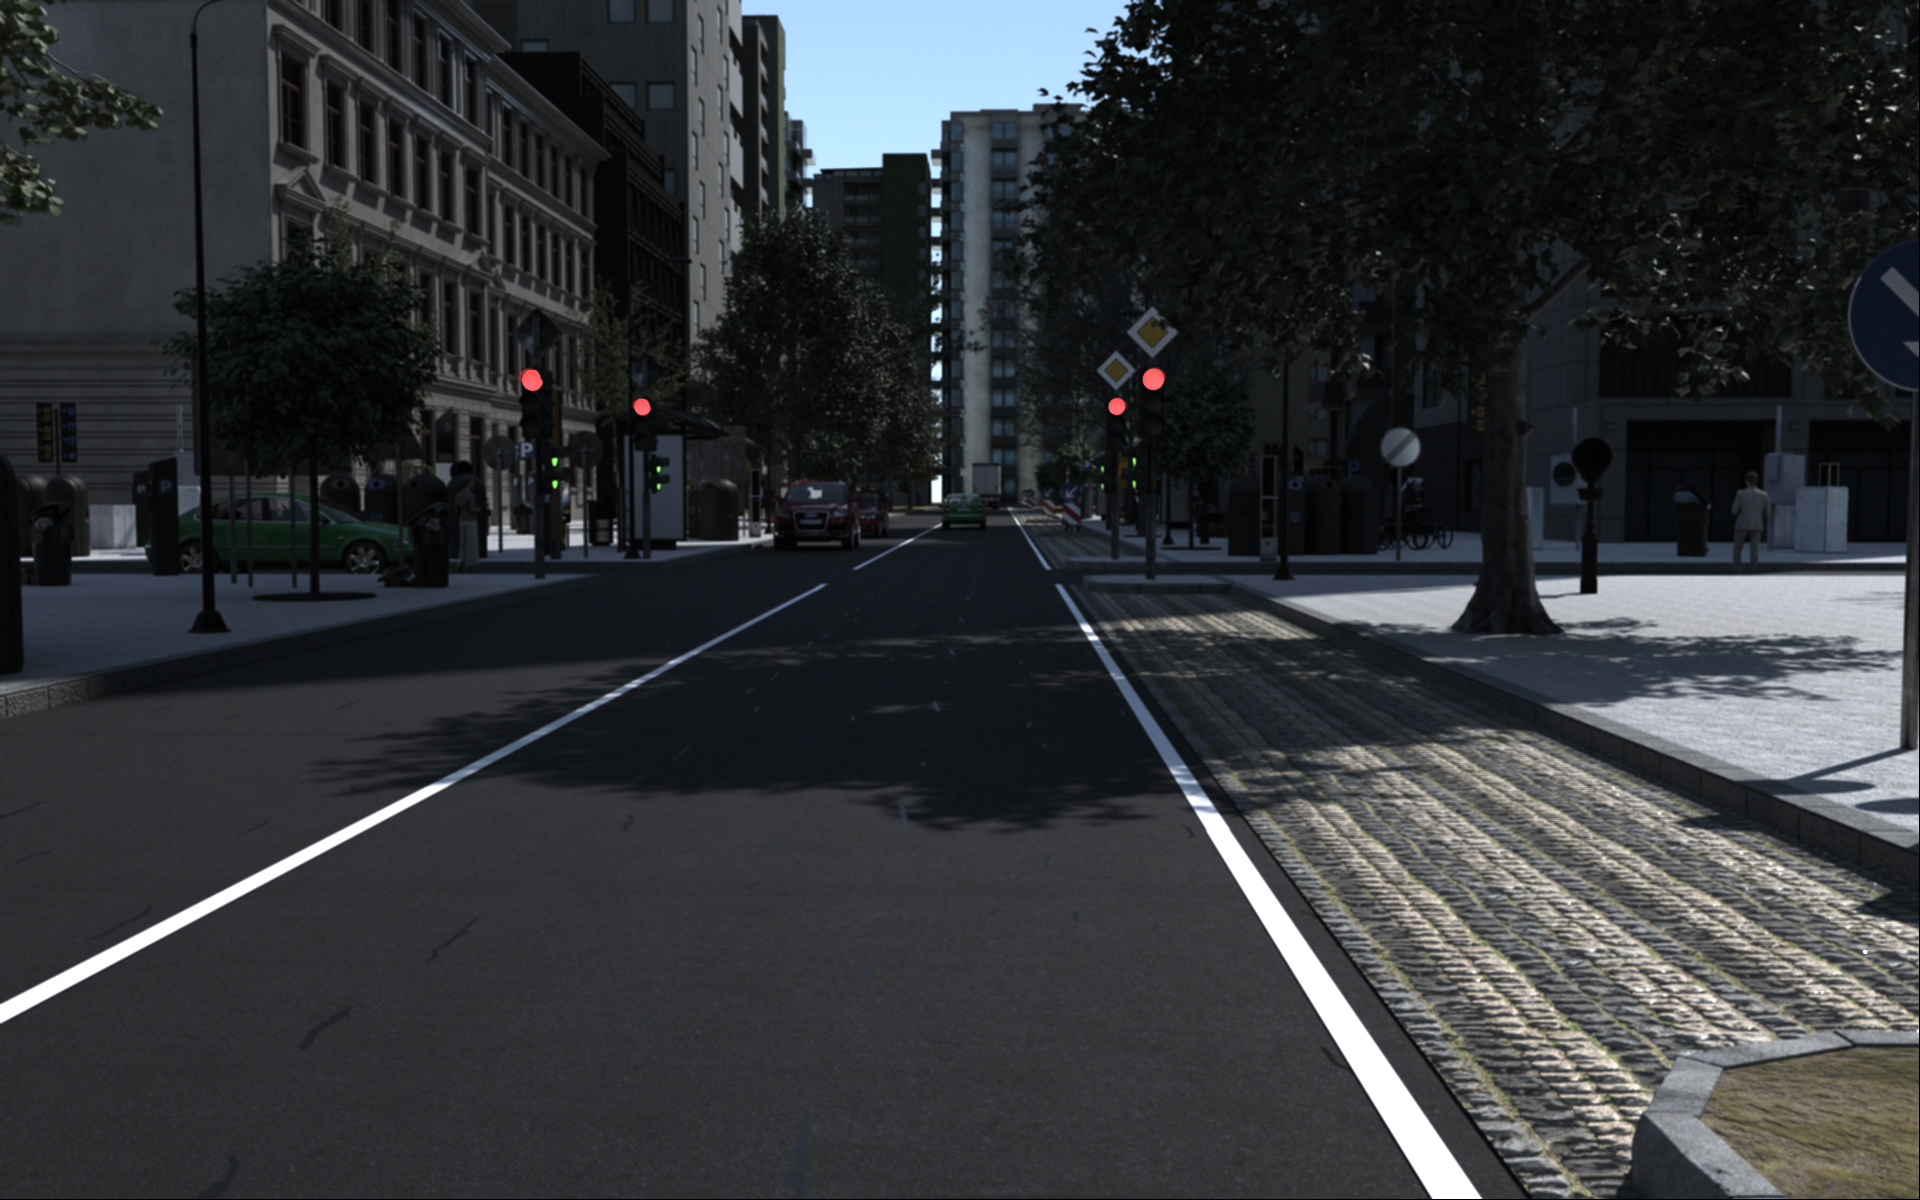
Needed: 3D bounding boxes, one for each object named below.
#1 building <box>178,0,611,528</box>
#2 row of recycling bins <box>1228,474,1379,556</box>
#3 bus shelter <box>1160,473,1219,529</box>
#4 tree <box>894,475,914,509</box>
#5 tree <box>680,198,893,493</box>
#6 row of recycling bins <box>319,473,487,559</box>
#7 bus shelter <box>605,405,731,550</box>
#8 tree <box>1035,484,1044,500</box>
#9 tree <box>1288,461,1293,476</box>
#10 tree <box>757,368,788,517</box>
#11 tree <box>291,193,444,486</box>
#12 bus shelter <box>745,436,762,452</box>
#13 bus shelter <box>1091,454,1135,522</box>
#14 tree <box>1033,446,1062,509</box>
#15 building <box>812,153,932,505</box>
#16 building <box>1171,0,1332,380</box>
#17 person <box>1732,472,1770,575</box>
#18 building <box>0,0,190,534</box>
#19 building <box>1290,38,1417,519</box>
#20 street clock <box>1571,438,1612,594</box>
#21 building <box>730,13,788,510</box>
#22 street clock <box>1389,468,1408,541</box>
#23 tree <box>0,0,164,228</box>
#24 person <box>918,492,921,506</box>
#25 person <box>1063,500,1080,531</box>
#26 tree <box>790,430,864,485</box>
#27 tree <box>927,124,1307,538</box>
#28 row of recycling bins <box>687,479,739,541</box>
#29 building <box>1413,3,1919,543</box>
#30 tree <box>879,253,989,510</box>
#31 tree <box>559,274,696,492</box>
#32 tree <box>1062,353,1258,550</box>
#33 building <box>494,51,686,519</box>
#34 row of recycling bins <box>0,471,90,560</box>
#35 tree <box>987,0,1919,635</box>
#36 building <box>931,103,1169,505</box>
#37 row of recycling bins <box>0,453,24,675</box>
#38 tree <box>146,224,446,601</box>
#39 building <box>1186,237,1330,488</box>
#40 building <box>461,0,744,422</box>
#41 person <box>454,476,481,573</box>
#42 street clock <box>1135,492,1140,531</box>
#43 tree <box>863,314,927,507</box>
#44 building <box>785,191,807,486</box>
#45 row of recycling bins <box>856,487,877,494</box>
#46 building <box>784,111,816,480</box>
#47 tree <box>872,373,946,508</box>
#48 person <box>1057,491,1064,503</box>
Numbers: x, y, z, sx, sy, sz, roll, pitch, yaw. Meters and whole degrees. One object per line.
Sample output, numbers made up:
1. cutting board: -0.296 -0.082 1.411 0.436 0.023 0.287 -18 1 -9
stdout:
1. building: -23.407 -14.691 76.353 11.583 22.565 21.152 0 4 1
2. row of recycling bins: 7.228 -1.800 36.545 3.534 1.692 1.069 -2 4 -23
3. bus shelter: 8.093 -4.117 61.239 2.014 3.302 5.546 0 4 1
4. tree: -4.592 -9.263 146.050 1.663 3.219 1.824 0 3 0
5. tree: -6.446 -9.205 67.506 9.611 12.733 9.660 0 3 0
6. row of recycling bins: -11.213 -1.699 34.893 3.534 1.692 1.069 1 4 9
7. bus shelter: -6.972 -2.942 42.029 2.014 3.302 5.546 0 4 1
8. tree: 8.895 -11.545 183.354 1.663 3.219 1.824 0 3 0
9. tree: 16.588 -5.713 88.010 1.663 3.219 1.824 0 3 0
10. tree: -11.014 -9.057 98.440 4.360 8.622 3.978 0 3 0
11. tree: -14.599 -5.638 42.550 4.737 8.622 4.395 0 3 0
12. bus shelter: -7.679 -3.748 55.198 2.014 3.302 5.546 0 4 1
13. bus shelter: 7.468 -5.466 83.292 2.014 3.302 5.546 0 4 1
14. tree: 6.762 -7.187 101.221 4.285 4.588 4.351 0 3 0
15. building: -10.584 -32.240 210.725 14.086 41.232 14.154 0 4 1
16. building: 29.900 -37.694 158.300 21.231 58.520 28.212 0 4 1
17. person: 13.204 -1.243 29.031 0.606 1.804 0.583 0 4 3
18. building: -22.922 -13.399 55.224 11.583 22.565 21.152 0 4 1
19. building: 29.108 -26.279 84.283 22.147 44.769 28.867 0 4 1
20. street clock: 8.137 -1.088 22.360 0.471 2.002 0.358 1 4 12
21. building: -22.212 -28.143 143.740 14.154 41.232 14.086 0 4 1
22. street clock: 12.059 -2.637 47.685 0.471 2.002 0.358 3 5 44
23. tree: -7.832 -5.589 9.501 7.486 12.596 7.792 0 3 0
24. person: -4.542 -11.136 191.498 0.530 1.710 0.541 0 4 4
25. person: 4.043 -3.351 63.064 0.755 1.850 0.659 2 4 28
26. tree: -6.135 -5.879 79.837 4.285 4.588 4.351 0 3 0
27. tree: 5.600 -8.620 51.306 12.009 13.543 11.850 0 3 0
28. row of recycling bins: -6.927 -2.546 48.735 1.069 1.692 3.534 -1 4 -19
29. building: 27.040 -37.595 52.935 20.611 71.187 20.563 0 4 1
30. tree: -4.144 -17.077 135.096 12.611 20.169 13.585 0 3 0
31. tree: -11.402 -6.636 58.867 4.737 8.622 4.395 0 3 0
32. tree: 5.420 -3.457 40.241 4.285 4.588 4.351 0 3 0
33. building: -22.656 -16.242 95.240 12.332 23.373 15.834 0 4 1
34. row of recycling bins: -19.585 -1.771 36.067 3.534 1.692 1.069 2 4 23
35. tree: 4.999 -6.046 15.862 9.611 12.733 9.660 0 3 0
36. building: 11.798 -36.426 215.176 30.456 49.044 23.786 0 4 1
37. row of recycling bins: -7.952 -0.386 13.424 1.069 1.692 3.534 -3 4 -36
38. tree: -8.035 -2.293 21.200 4.285 4.588 4.351 0 3 0
39. building: 32.280 -17.482 130.866 27.650 21.520 28.899 0 4 1
40. building: -30.322 -32.635 122.815 28.713 52.752 27.495 0 4 1
41. person: -8.876 -1.364 31.352 0.519 1.759 0.362 2 4 34
42. street clock: 6.249 -3.407 60.282 0.358 2.002 0.471 -2 4 -30
43. tree: -5.750 -12.005 106.657 12.009 13.543 11.850 0 3 0
44. building: -21.811 -24.218 167.666 14.107 30.474 14.160 0 4 1
45. row of recycling bins: -6.694 -5.970 104.730 3.534 1.692 1.069 1 4 14
46. building: -33.007 -36.452 215.604 30.456 49.044 23.786 0 4 1
47. tree: -4.859 -14.431 154.074 7.486 12.596 7.792 0 3 0
48. person: 11.144 -11.167 191.617 0.750 1.759 0.617 0 4 4
